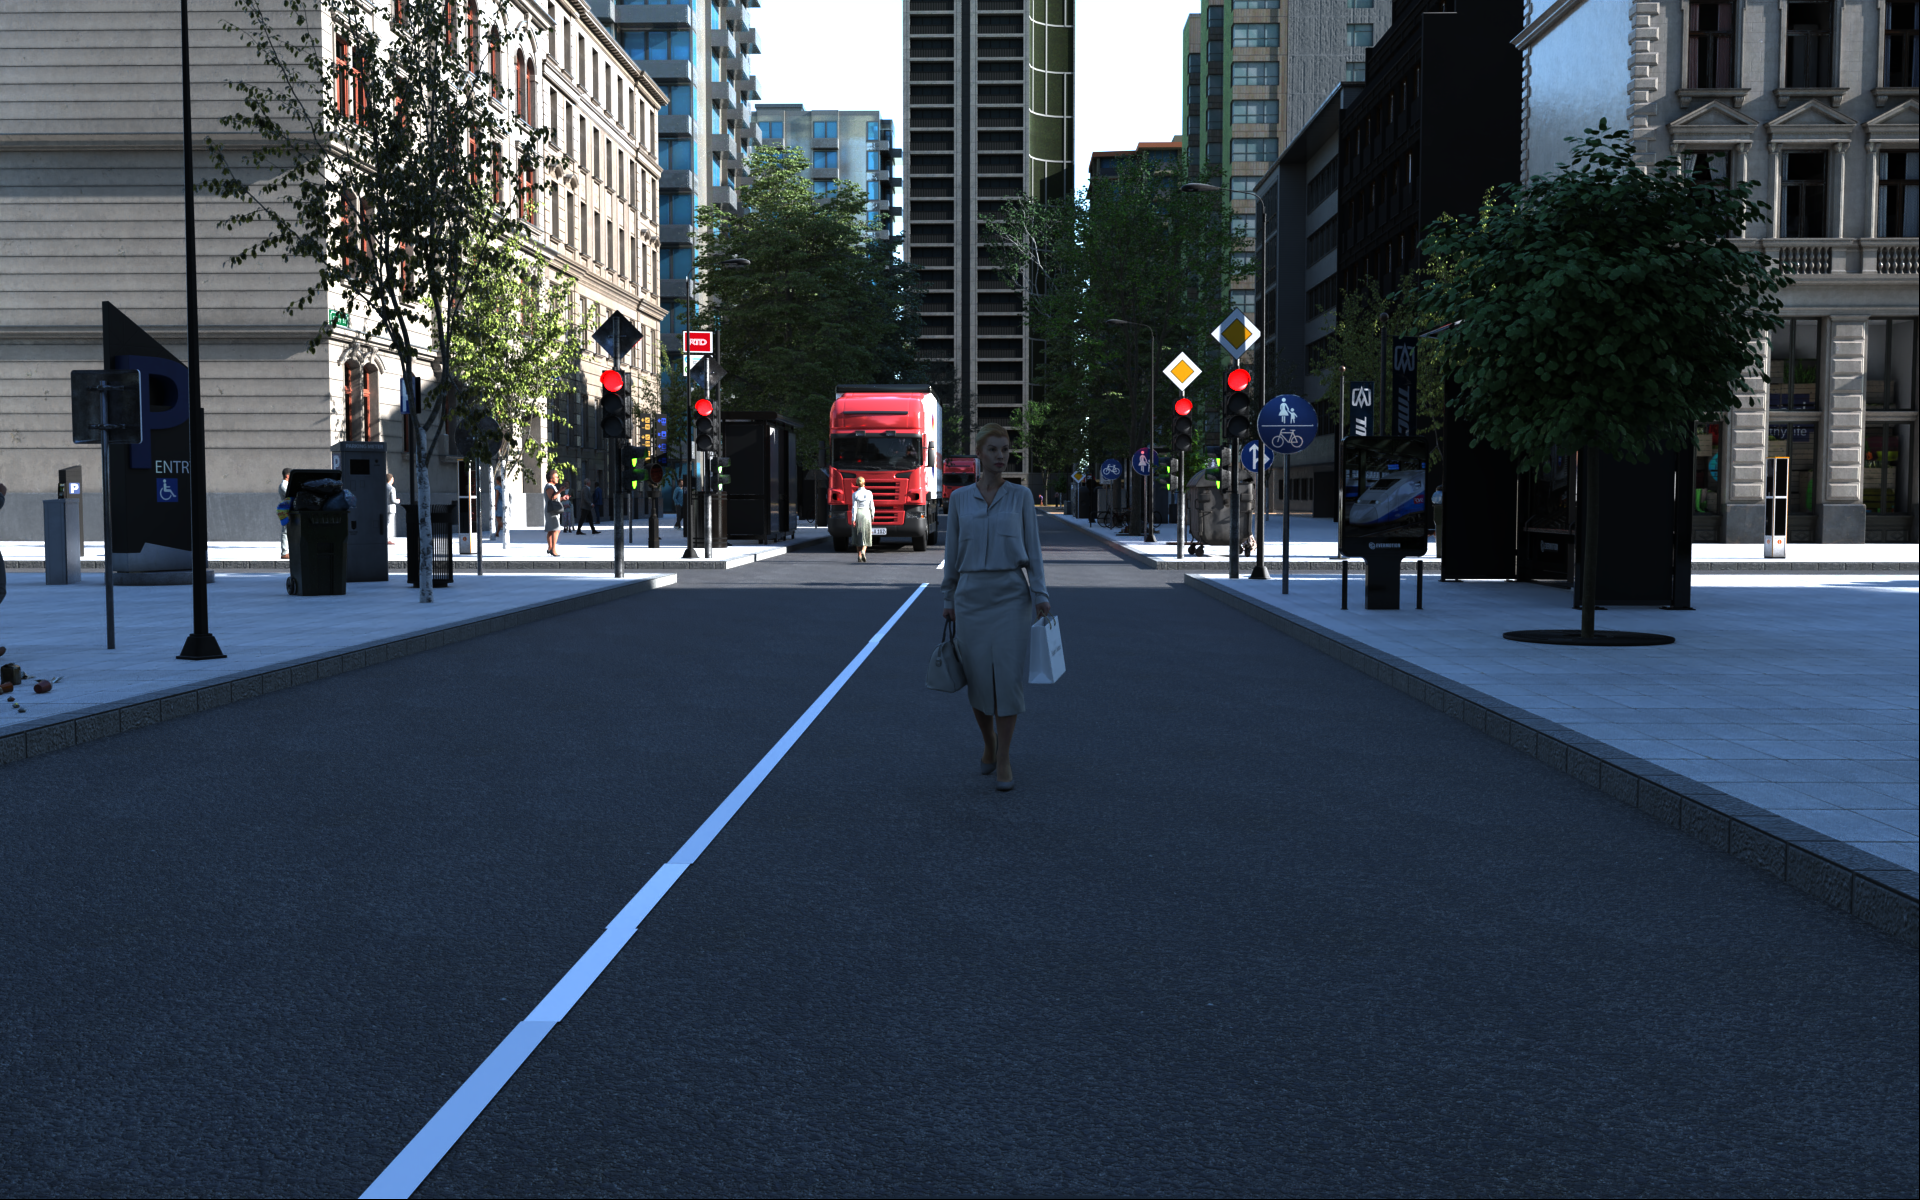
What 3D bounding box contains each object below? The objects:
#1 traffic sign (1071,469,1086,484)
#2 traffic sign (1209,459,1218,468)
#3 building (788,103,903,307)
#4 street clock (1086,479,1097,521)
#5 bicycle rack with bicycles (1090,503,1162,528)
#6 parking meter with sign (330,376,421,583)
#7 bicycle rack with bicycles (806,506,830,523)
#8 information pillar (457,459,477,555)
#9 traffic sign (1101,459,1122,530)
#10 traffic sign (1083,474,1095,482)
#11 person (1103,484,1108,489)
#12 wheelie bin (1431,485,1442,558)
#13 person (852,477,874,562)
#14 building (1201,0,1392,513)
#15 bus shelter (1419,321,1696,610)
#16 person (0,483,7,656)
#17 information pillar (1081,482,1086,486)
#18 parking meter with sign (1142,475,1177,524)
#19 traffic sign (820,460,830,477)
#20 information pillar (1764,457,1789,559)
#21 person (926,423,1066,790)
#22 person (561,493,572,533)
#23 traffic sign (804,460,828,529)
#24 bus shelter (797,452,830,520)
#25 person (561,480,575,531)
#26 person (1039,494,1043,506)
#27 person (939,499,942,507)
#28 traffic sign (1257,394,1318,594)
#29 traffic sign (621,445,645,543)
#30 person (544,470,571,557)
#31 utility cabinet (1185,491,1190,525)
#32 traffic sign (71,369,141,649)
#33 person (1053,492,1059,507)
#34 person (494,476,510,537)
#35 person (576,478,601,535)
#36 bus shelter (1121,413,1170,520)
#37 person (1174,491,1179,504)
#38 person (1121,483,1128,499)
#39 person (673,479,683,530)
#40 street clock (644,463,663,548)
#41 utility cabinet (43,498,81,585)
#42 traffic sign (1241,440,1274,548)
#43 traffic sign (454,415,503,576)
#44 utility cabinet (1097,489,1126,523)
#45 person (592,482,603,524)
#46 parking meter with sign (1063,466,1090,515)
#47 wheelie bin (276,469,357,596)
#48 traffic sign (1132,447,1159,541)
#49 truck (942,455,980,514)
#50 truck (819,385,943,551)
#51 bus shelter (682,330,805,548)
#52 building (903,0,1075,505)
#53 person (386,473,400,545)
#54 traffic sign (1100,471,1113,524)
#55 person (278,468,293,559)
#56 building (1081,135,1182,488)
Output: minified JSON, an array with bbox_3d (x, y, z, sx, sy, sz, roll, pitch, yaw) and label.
[{"bbox_3d":[6.025,-5.393,87.908,0.795,2.593,0.064,0,4,8],"label":"traffic sign"},{"bbox_3d":[6.775,-2.687,46.067,0.606,2.300,0.079,1,4,11],"label":"traffic sign"},{"bbox_3d":[-22.139,-36.432,215.276,30.456,49.044,23.786,0,4,1],"label":"building"},{"bbox_3d":[6.292,-4.801,83.067,0.471,2.002,0.358,2,4,33],"label":"street clock"},{"bbox_3d":[6.363,-3.223,66.079,2.925,0.926,2.852,-1,4,-20],"label":"bicycle rack with bicycles"},{"bbox_3d":[-8.819,-1.780,25.367,1.738,3.016,0.543,-3,5,-41],"label":"parking meter with sign"},{"bbox_3d":[-5.107,-3.871,76.667,2.852,0.926,2.925,-3,4,-36],"label":"bicycle rack with bicycles"},{"bbox_3d":[-10.408,-1.968,36.664,0.304,2.012,0.304,1,4,20],"label":"information pillar"},{"bbox_3d":[5.458,-3.815,62.474,0.768,2.556,0.104,0,4,5],"label":"traffic sign"},{"bbox_3d":[8.101,-6.628,108.474,0.768,2.556,0.104,0,4,8],"label":"traffic sign"},{"bbox_3d":[6.798,-4.534,80.356,0.709,1.800,0.728,-1,4,-19],"label":"person"},{"bbox_3d":[9.858,-1.638,34.683,0.693,1.594,0.980,3,5,44],"label":"wheelie bin"},{"bbox_3d":[-2.052,-1.691,36.376,0.478,1.798,0.641,0,4,2],"label":"person"},{"bbox_3d":[25.792,-27.751,137.322,14.154,41.232,14.086,0,4,1],"label":"building"},{"bbox_3d":[7.442,-1.891,22.202,1.731,3.624,6.357,0,4,2],"label":"bus shelter"},{"bbox_3d":[-7.495,-0.433,13.089,0.622,1.834,0.822,0,4,3],"label":"person"},{"bbox_3d":[7.450,-6.064,103.643,0.304,2.012,0.304,1,4,22],"label":"information pillar"},{"bbox_3d":[8.679,-4.824,75.137,1.738,3.016,0.543,-1,4,-22],"label":"parking meter with sign"},{"bbox_3d":[-4.689,-3.859,62.822,0.795,2.593,0.064,0,4,6],"label":"traffic sign"},{"bbox_3d":[16.226,-1.831,34.430,0.304,2.012,0.304,0,4,-7],"label":"information pillar"},{"bbox_3d":[0.203,0.015,8.615,0.694,1.780,0.624,2,4,24],"label":"person"},{"bbox_3d":[-13.093,-2.898,57.697,0.394,1.301,0.425,3,5,43],"label":"person"},{"bbox_3d":[-5.360,-3.939,64.412,0.884,2.594,0.081,0,4,3],"label":"traffic sign"},{"bbox_3d":[-7.117,-5.937,88.360,1.731,3.624,6.357,0,4,1],"label":"bus shelter"},{"bbox_3d":[-13.726,-3.300,60.545,0.519,1.759,0.362,0,4,-1],"label":"person"},{"bbox_3d":[8.921,-10.983,191.297,0.421,1.427,0.697,2,4,31],"label":"person"},{"bbox_3d":[-1.964,-10.007,169.681,0.705,1.821,1.348,-1,4,-13],"label":"person"},{"bbox_3d":[4.175,-1.348,22.146,0.768,2.556,0.104,0,4,8],"label":"traffic sign"},{"bbox_3d":[-8.613,-2.760,45.224,0.768,2.556,0.104,0,4,4],"label":"traffic sign"},{"bbox_3d":[-8.300,-1.788,35.634,0.532,1.782,0.716,0,4,-7],"label":"person"},{"bbox_3d":[9.511,-3.857,71.747,0.318,1.500,1.173,1,4,17],"label":"utility cabinet"},{"bbox_3d":[-7.031,-0.743,14.283,0.606,2.300,0.079,0,4,8],"label":"traffic sign"},{"bbox_3d":[9.500,-10.082,171.595,0.721,1.736,1.217,-1,4,-18],"label":"person"},{"bbox_3d":[-13.667,-2.784,51.654,0.778,1.811,0.616,3,4,38],"label":"person"},{"bbox_3d":[-11.757,-2.962,54.864,0.834,1.777,0.661,-2,4,-25],"label":"person"},{"bbox_3d":[8.831,-6.443,82.982,2.179,5.291,8.768,0,4,2],"label":"bus shelter"},{"bbox_3d":[9.693,-4.291,76.461,0.793,1.790,0.793,0,4,-8],"label":"person"},{"bbox_3d":[7.267,-4.350,77.713,0.519,1.759,0.362,-2,4,-32],"label":"person"},{"bbox_3d":[-10.011,-3.405,61.735,0.620,1.820,0.660,1,4,22],"label":"person"},{"bbox_3d":[-7.250,-2.226,40.962,0.358,2.002,0.471,2,4,31],"label":"street clock"},{"bbox_3d":[-12.945,-0.844,24.964,0.306,1.237,1.020,-1,4,-17],"label":"utility cabinet"},{"bbox_3d":[7.013,-2.497,40.936,0.768,2.556,0.104,0,4,8],"label":"traffic sign"},{"bbox_3d":[-7.569,-1.659,27.235,0.768,2.556,0.104,0,4,3],"label":"traffic sign"},{"bbox_3d":[6.523,-4.030,74.570,1.173,1.500,0.318,-1,4,-10],"label":"utility cabinet"},{"bbox_3d":[-15.621,-4.184,74.629,0.419,1.800,0.721,0,4,-1],"label":"person"},{"bbox_3d":[7.202,-6.782,107.142,1.738,3.016,0.543,-3,4,-36],"label":"parking meter with sign"},{"bbox_3d":[-8.141,-0.864,22.036,0.980,1.594,0.693,-3,5,-39],"label":"wheelie bin"},{"bbox_3d":[5.079,-2.890,47.361,0.768,2.556,0.104,0,4,4],"label":"traffic sign"},{"bbox_3d":[0.114,-8.412,126.447,2.839,4.237,11.283,0,4,2],"label":"truck"},{"bbox_3d":[-1.903,-3.533,46.673,2.839,4.237,11.283,0,4,1],"label":"truck"},{"bbox_3d":[-5.641,-4.130,45.163,2.179,5.291,8.768,0,4,1],"label":"bus shelter"},{"bbox_3d":[3.760,-47.370,212.755,20.611,71.187,20.563,0,4,1],"label":"building"},{"bbox_3d":[-14.388,-2.300,43.853,0.606,1.804,0.583,2,4,32],"label":"person"},{"bbox_3d":[6.264,-4.392,73.941,0.606,2.300,0.079,1,4,10],"label":"traffic sign"},{"bbox_3d":[-13.252,-1.718,34.319,0.466,1.800,0.511,-2,4,-26],"label":"person"},{"bbox_3d":[28.629,-34.218,214.080,28.867,44.769,22.147,0,4,1],"label":"building"}]
